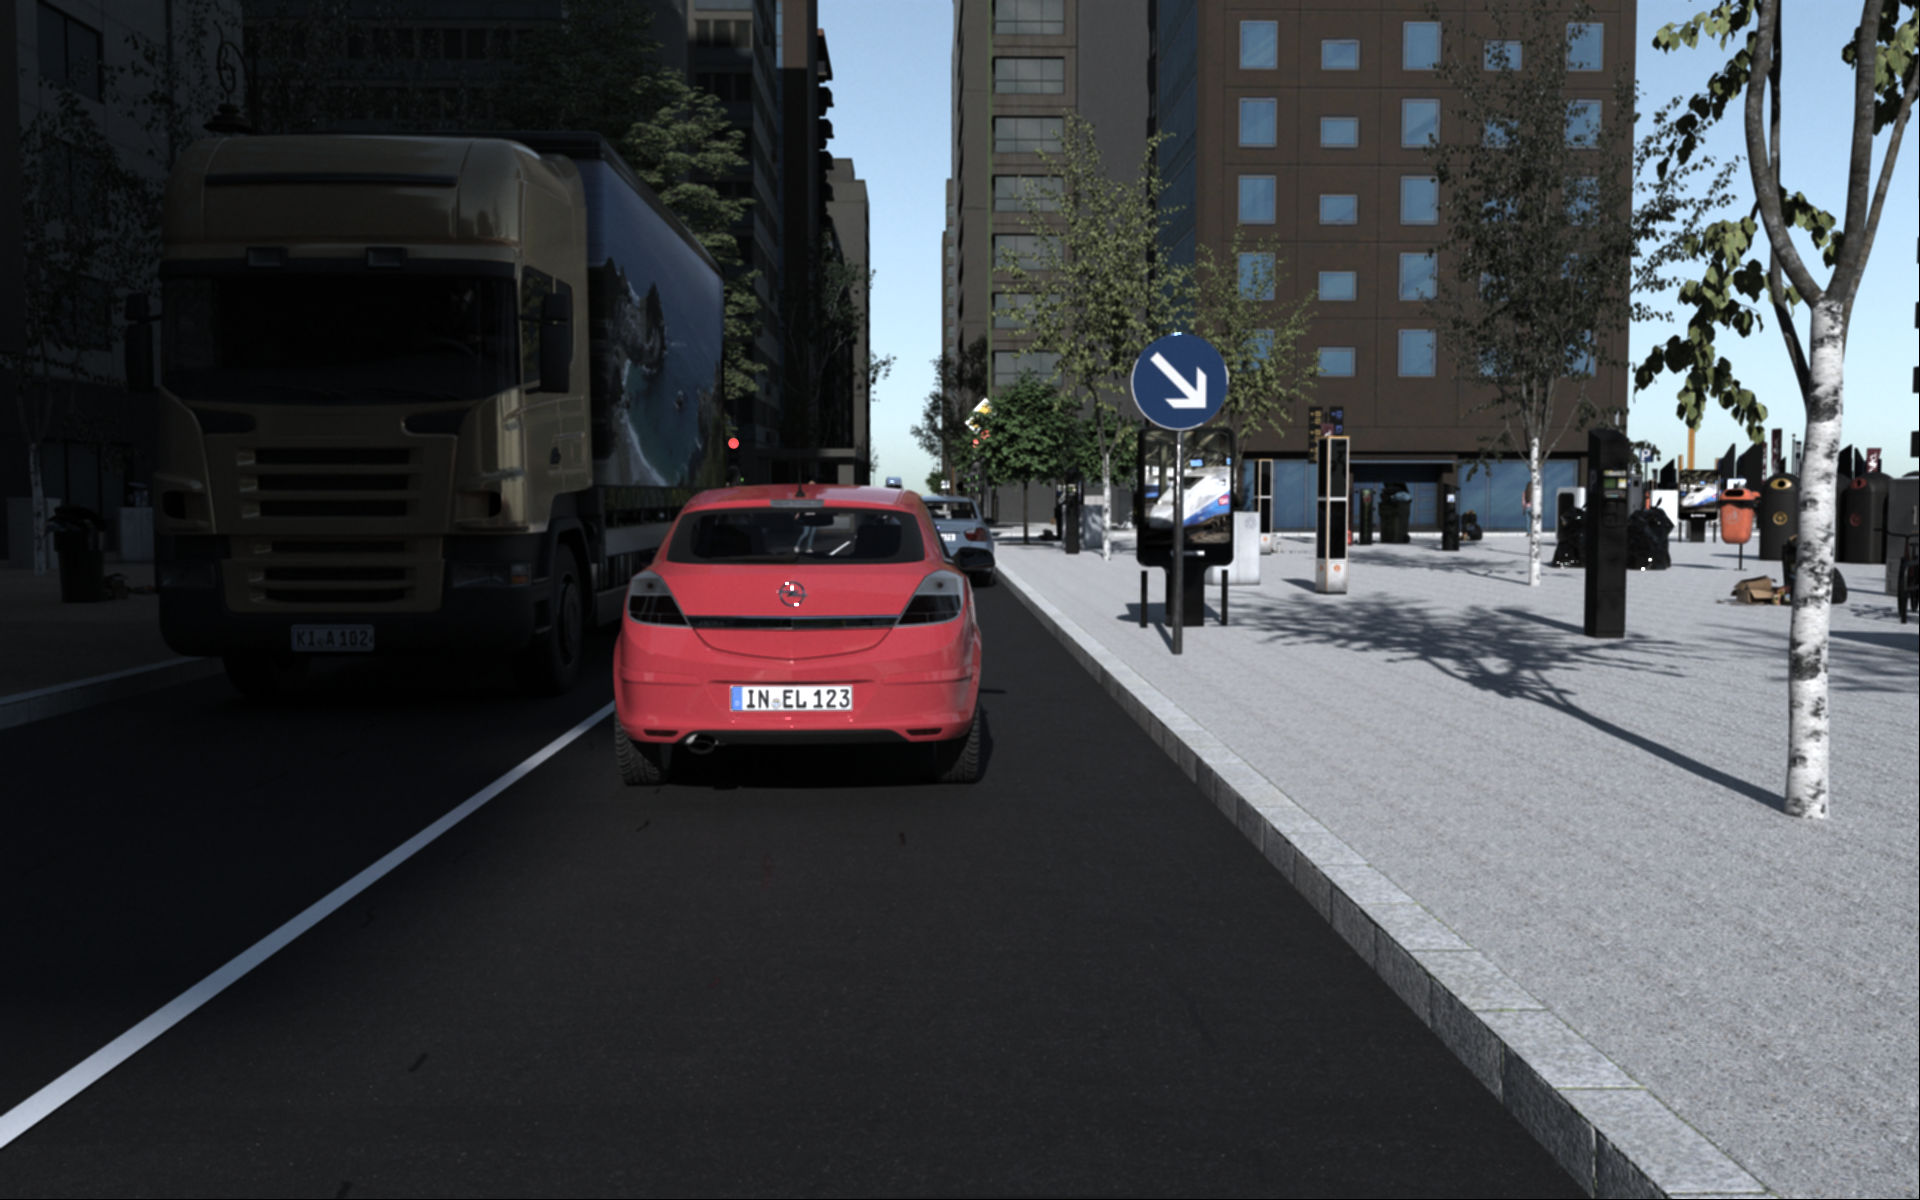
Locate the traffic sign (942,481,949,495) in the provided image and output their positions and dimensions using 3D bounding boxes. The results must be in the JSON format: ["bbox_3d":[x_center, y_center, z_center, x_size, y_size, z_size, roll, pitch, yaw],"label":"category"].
[{"bbox_3d":[-1.086,-7.764,129.070,0.606,2.300,0.079,0,4,8],"label":"traffic sign"}]

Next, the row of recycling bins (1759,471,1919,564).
[{"bbox_3d":[16.602,-1.545,32.372,1.069,1.692,3.534,-2,4,-29],"label":"row of recycling bins"}]

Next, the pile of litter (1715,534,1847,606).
[{"bbox_3d":[9.682,-0.395,20.419,1.719,0.858,1.176,0,4,-8],"label":"pile of litter"}]

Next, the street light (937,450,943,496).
[{"bbox_3d":[-1.719,-11.911,167.535,0.468,5.910,1.993,0,4,-1],"label":"street light"}]

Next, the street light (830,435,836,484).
[{"bbox_3d":[-9.950,-9.991,136.136,0.468,5.910,1.993,0,4,-1],"label":"street light"}]

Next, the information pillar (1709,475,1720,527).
[{"bbox_3d":[29.190,-3.825,67.034,0.304,2.012,0.304,1,4,11],"label":"information pillar"}]

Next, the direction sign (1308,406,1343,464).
[{"bbox_3d":[9.459,-3.232,44.847,0.876,3.537,0.379,0,4,3],"label":"direction sign"}]

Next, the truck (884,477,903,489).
[{"bbox_3d":[-10.678,-17.804,280.851,2.967,4.110,18.799,0,4,-2],"label":"truck"}]

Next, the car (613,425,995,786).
[{"bbox_3d":[-0.844,-0.060,10.022,2.155,1.783,4.494,0,4,-2],"label":"car"}]

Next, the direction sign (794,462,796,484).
[{"bbox_3d":[-8.396,-5.889,88.281,0.379,3.537,0.876,-1,4,-11],"label":"direction sign"}]

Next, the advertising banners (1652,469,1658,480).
[{"bbox_3d":[49.023,-7.621,120.792,2.074,3.025,0.090,-1,4,-21],"label":"advertising banners"}]

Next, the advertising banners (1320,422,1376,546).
[{"bbox_3d":[9.600,-2.858,42.917,2.074,3.025,0.090,-3,4,-37],"label":"advertising banners"}]

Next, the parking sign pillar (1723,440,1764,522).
[{"bbox_3d":[36.508,-5.599,80.021,1.447,3.967,1.447,-2,4,-28],"label":"parking sign pillar"}]

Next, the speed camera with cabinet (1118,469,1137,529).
[{"bbox_3d":[6.511,-4.330,65.129,0.660,3.252,2.038,1,4,23],"label":"speed camera with cabinet"}]

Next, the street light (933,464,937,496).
[{"bbox_3d":[-2.677,-14.468,209.336,0.468,5.910,1.993,0,4,-1],"label":"street light"}]

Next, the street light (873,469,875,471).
[{"bbox_3d":[-12.936,-17.583,260.267,0.468,5.910,1.993,0,4,-1],"label":"street light"}]

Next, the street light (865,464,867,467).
[{"bbox_3d":[-11.853,-15.030,218.534,0.468,5.910,1.993,0,4,-1],"label":"street light"}]

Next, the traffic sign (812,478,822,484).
[{"bbox_3d":[-8.827,-6.409,106.916,0.606,2.300,0.079,0,4,3],"label":"traffic sign"}]

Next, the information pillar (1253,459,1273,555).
[{"bbox_3d":[6.400,-1.964,36.608,0.304,2.012,0.304,-1,4,-13],"label":"information pillar"}]

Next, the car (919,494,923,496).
[{"bbox_3d":[-2.893,-5.939,107.324,2.015,1.641,3.980,0,4,-3],"label":"car"}]

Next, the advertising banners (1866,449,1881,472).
[{"bbox_3d":[34.009,-4.274,66.069,2.074,3.025,0.090,0,4,8],"label":"advertising banners"}]

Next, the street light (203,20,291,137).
[{"bbox_3d":[-7.083,-2.738,17.560,0.468,5.910,1.993,0,4,-1],"label":"street light"}]

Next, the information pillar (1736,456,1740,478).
[{"bbox_3d":[47.468,-6.993,105.697,0.183,3.616,0.504,0,4,2],"label":"information pillar"}]

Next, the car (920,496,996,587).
[{"bbox_3d":[-0.399,-0.980,28.028,2.014,1.417,4.499,0,4,-2],"label":"car"}]

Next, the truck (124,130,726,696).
[{"bbox_3d":[-4.008,-1.638,15.701,2.839,4.237,11.283,0,4,-1],"label":"truck"}]

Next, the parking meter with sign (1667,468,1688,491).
[{"bbox_3d":[48.562,-7.445,117.979,1.738,3.016,0.543,2,4,31],"label":"parking meter with sign"}]

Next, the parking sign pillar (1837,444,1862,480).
[{"bbox_3d":[47.794,-6.464,94.159,1.447,3.967,1.447,-3,5,-42],"label":"parking sign pillar"}]

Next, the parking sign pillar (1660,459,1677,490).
[{"bbox_3d":[54.278,-8.826,132.771,1.447,3.967,1.447,-1,4,-22],"label":"parking sign pillar"}]

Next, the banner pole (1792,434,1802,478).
[{"bbox_3d":[34.827,-5.026,72.195,0.863,3.779,0.401,-3,4,-37],"label":"banner pole"}]

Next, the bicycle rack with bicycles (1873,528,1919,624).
[{"bbox_3d":[10.382,-0.233,17.192,2.852,0.926,2.925,3,5,41],"label":"bicycle rack with bicycles"}]

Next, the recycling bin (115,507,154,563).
[{"bbox_3d":[-15.486,-1.229,32.655,0.722,1.027,0.722,-2,4,-32],"label":"recycling bin"}]

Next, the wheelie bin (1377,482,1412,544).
[{"bbox_3d":[11.268,-2.260,44.866,0.693,1.594,0.980,-3,5,-43],"label":"wheelie bin"}]

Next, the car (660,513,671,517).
[{"bbox_3d":[-11.212,-2.564,54.282,4.827,1.381,2.083,0,4,-1],"label":"car"}]

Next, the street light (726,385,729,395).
[{"bbox_3d":[-8.010,-5.251,58.642,0.468,5.910,1.993,0,4,-1],"label":"street light"}]

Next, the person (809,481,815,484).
[{"bbox_3d":[-3.674,-1.942,40.924,0.598,1.740,0.731,2,4,28],"label":"person"}]

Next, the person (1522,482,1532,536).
[{"bbox_3d":[17.804,-2.782,53.996,0.555,1.821,0.388,2,4,32],"label":"person"}]

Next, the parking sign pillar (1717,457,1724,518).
[{"bbox_3d":[40.631,-6.328,91.937,1.447,3.967,1.447,-3,5,-43],"label":"parking sign pillar"}]

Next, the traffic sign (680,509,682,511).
[{"bbox_3d":[-7.392,-2.805,45.961,0.768,2.556,0.104,0,4,2],"label":"traffic sign"}]

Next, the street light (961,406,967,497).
[{"bbox_3d":[0.245,-7.225,90.909,0.468,5.910,1.993,0,4,-1],"label":"street light"}]

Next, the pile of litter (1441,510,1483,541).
[{"bbox_3d":[13.809,-2.074,47.876,1.719,0.858,1.176,-3,5,-40],"label":"pile of litter"}]

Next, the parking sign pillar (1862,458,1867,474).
[{"bbox_3d":[52.862,-6.915,101.539,1.447,3.967,1.447,-3,5,-42],"label":"parking sign pillar"}]

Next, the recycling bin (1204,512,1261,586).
[{"bbox_3d":[3.814,-0.740,24.652,0.722,1.027,0.722,-1,4,-14],"label":"recycling bin"}]

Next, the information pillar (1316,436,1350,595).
[{"bbox_3d":[4.766,-1.081,22.173,0.304,2.012,0.304,-1,4,-17],"label":"information pillar"}]

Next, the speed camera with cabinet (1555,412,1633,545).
[{"bbox_3d":[15.199,-2.899,41.730,0.660,3.252,2.038,-1,4,-15],"label":"speed camera with cabinet"}]

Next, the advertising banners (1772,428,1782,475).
[{"bbox_3d":[21.866,-3.024,45.627,0.090,3.025,2.074,0,4,-1],"label":"advertising banners"}]

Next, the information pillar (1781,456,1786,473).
[{"bbox_3d":[51.281,-7.143,108.135,0.183,3.616,0.504,-3,4,-39],"label":"information pillar"}]

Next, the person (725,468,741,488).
[{"bbox_3d":[-2.967,-0.881,23.252,0.599,1.781,0.374,0,4,4],"label":"person"}]

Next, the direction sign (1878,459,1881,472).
[{"bbox_3d":[58.642,-7.294,111.251,0.876,3.537,0.379,2,4,35],"label":"direction sign"}]

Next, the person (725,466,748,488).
[{"bbox_3d":[-3.734,-1.294,29.022,0.648,1.900,0.474,-3,5,-42],"label":"person"}]

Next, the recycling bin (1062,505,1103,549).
[{"bbox_3d":[2.887,-1.730,40.843,0.722,1.027,0.722,3,5,40],"label":"recycling bin"}]

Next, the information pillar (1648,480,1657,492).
[{"bbox_3d":[35.628,-5.177,89.138,0.304,2.012,0.304,-2,4,-26],"label":"information pillar"}]

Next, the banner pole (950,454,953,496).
[{"bbox_3d":[-0.520,-7.237,108.347,0.401,3.779,0.863,0,4,6],"label":"banner pole"}]

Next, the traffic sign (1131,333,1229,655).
[{"bbox_3d":[1.742,-0.837,13.799,0.768,2.556,0.104,0,4,5],"label":"traffic sign"}]

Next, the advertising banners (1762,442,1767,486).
[{"bbox_3d":[27.546,-3.836,58.904,0.090,3.025,2.074,3,5,40],"label":"advertising banners"}]

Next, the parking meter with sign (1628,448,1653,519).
[{"bbox_3d":[25.046,-4.177,64.563,1.738,3.016,0.543,-2,4,-33],"label":"parking meter with sign"}]

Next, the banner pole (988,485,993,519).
[{"bbox_3d":[1.267,-4.966,71.207,0.401,3.779,0.863,-1,4,-16],"label":"banner pole"}]

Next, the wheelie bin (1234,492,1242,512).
[{"bbox_3d":[4.127,-1.232,28.045,0.693,1.594,0.980,-1,4,-21],"label":"wheelie bin"}]

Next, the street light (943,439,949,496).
[{"bbox_3d":[-0.896,-9.822,133.377,0.468,5.910,1.993,0,4,-1],"label":"street light"}]

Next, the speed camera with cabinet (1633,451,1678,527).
[{"bbox_3d":[27.328,-4.542,68.596,2.038,3.252,0.660,1,4,15],"label":"speed camera with cabinet"}]

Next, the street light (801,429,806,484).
[{"bbox_3d":[-9.082,-7.807,100.429,0.468,5.910,1.993,0,4,-1],"label":"street light"}]
